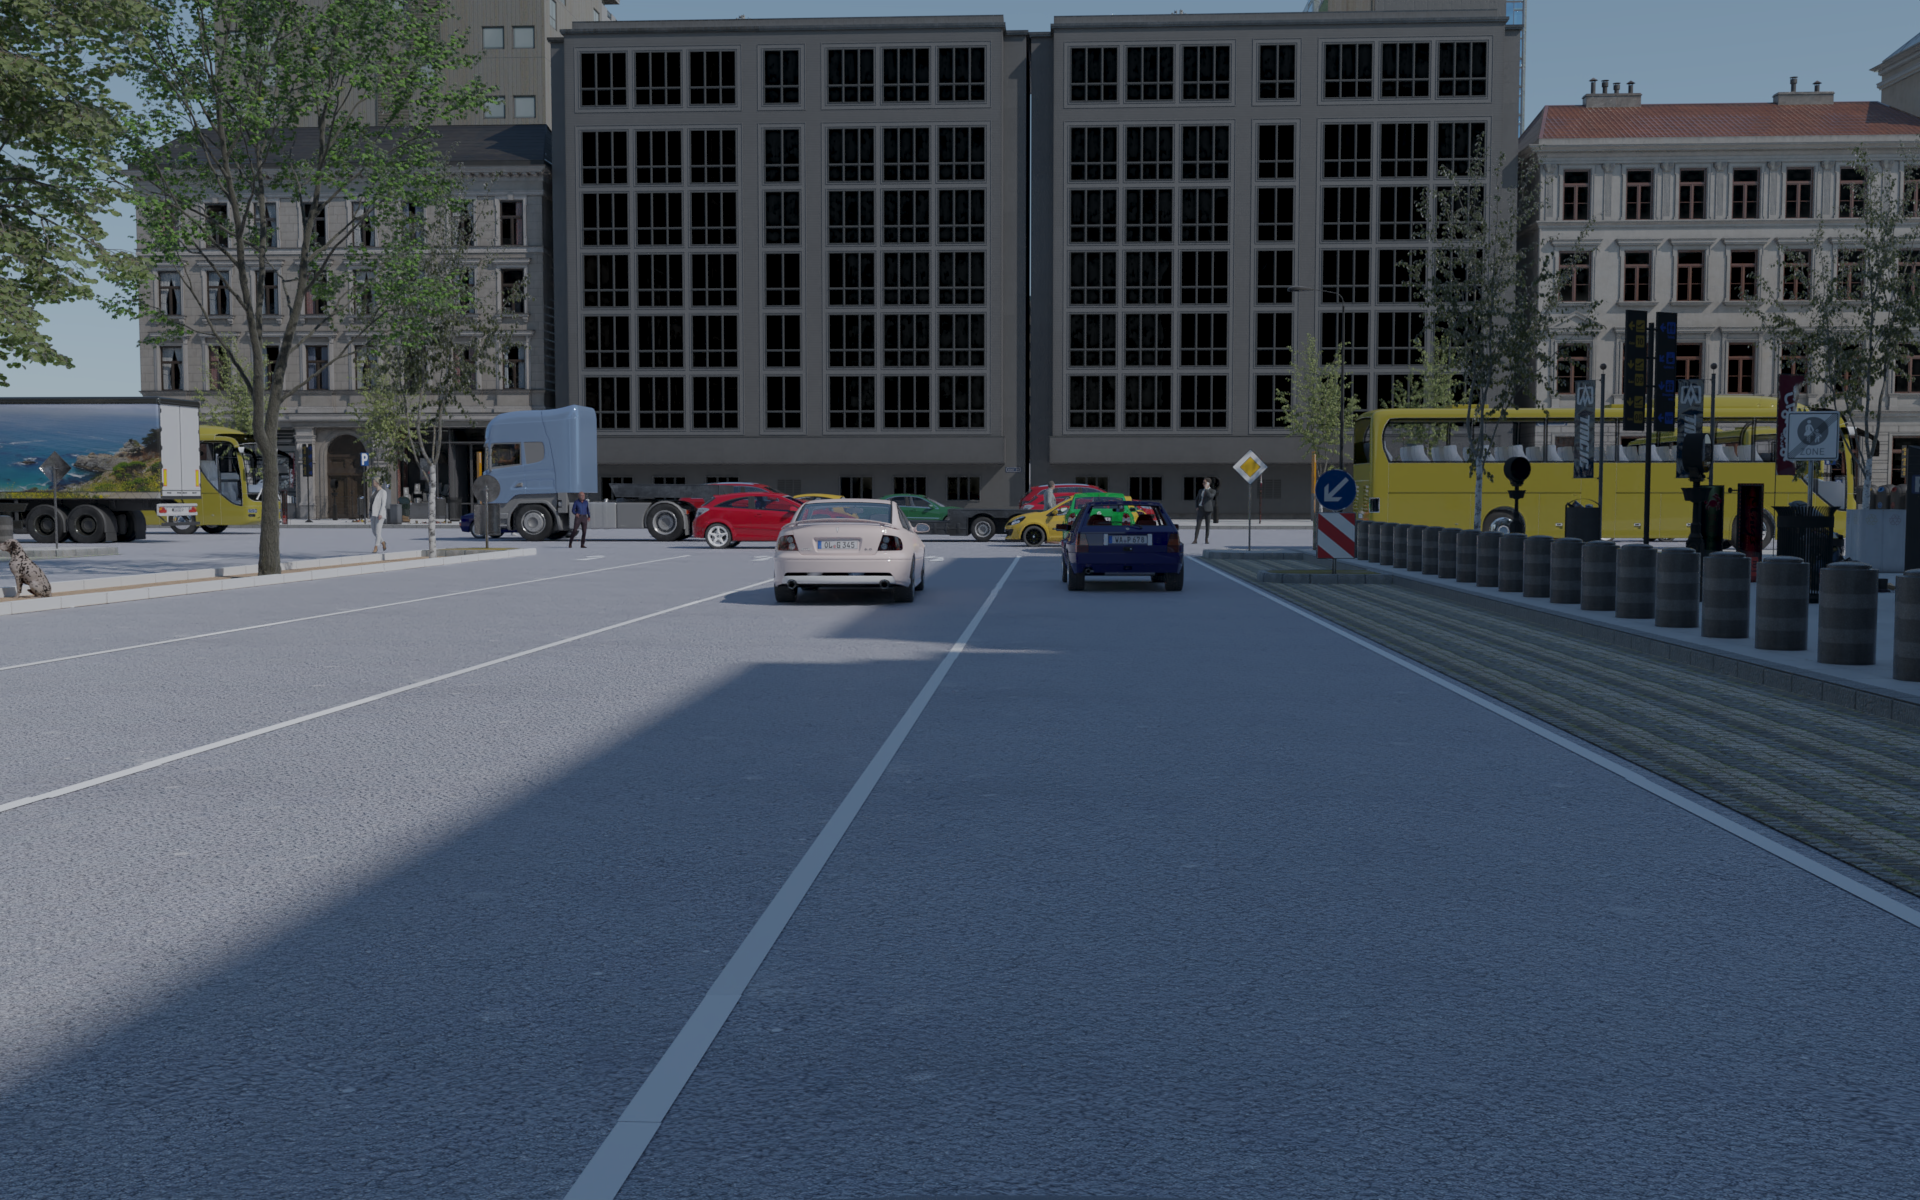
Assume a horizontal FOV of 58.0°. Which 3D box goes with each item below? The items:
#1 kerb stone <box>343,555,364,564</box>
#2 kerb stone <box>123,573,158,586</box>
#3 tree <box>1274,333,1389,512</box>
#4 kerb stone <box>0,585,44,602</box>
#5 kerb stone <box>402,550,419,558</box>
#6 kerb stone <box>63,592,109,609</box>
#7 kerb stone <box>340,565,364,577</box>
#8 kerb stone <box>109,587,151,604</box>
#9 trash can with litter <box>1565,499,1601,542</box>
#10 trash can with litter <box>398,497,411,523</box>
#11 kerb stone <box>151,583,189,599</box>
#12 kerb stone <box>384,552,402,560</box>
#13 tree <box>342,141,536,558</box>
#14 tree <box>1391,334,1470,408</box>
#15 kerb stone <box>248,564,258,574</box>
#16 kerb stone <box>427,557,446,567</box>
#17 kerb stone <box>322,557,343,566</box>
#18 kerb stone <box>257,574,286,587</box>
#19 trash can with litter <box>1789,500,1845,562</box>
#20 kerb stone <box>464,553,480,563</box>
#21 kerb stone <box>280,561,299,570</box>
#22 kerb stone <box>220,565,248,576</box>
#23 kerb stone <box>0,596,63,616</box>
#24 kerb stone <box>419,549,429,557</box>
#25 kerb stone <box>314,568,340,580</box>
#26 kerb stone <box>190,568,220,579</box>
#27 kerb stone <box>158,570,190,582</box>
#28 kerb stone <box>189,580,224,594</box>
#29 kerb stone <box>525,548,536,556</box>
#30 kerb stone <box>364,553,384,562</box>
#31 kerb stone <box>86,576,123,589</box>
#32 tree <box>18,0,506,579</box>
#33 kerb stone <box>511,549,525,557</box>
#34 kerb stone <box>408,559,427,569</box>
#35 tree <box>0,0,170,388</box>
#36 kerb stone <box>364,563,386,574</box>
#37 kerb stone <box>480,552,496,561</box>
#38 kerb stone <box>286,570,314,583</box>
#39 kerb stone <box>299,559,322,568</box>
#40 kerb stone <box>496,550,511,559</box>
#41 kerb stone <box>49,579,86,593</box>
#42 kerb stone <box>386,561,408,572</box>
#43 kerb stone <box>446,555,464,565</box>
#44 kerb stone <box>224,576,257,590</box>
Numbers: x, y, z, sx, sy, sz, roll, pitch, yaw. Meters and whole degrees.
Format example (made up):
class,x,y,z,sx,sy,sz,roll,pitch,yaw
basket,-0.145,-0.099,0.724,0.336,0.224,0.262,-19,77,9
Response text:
class,x,y,z,sx,sy,sz,roll,pitch,yaw
kerb stone,-12.541,-0.817,35.547,0.120,0.150,1.000,0,4,3
kerb stone,-13.024,-0.314,27.335,0.120,0.150,1.000,0,4,3
tree,16.347,-7.834,78.456,4.737,8.622,4.395,0,3,0
kerb stone,-13.200,-0.118,24.261,0.120,0.150,1.000,0,4,3
kerb stone,-12.366,-1.005,38.632,0.120,0.150,1.000,0,4,3
kerb stone,-11.233,0.008,22.102,0.120,0.150,1.000,0,4,3
kerb stone,-10.746,-0.497,30.330,0.120,0.150,1.000,0,4,3
kerb stone,-11.165,-0.052,23.132,0.120,0.150,1.000,0,4,3
trash can with litter,9.357,-0.984,27.144,2.233,1.210,1.678,2,4,27
trash can with litter,-24.900,-4.068,77.893,0.624,1.170,1.055,-2,4,-27
kerb stone,-11.108,-0.121,24.168,0.120,0.150,1.000,0,4,3
kerb stone,-12.417,-0.942,37.603,0.120,0.150,1.000,0,4,3
tree,-11.026,-5.099,36.185,4.360,8.622,3.978,0,3,0
tree,21.230,-7.832,78.420,4.737,8.622,4.395,0,3,0
kerb stone,-12.779,-0.565,31.441,0.120,0.150,1.000,0,4,3
kerb stone,-10.513,-0.749,34.437,0.120,0.150,1.000,0,4,3
kerb stone,-12.606,-0.754,34.521,0.120,0.150,1.000,0,4,3
kerb stone,-10.924,-0.308,27.247,0.120,0.150,1.000,0,4,3
trash can with litter,14.717,-1.119,29.677,0.624,1.170,1.055,-2,4,-26
kerb stone,-10.386,-0.870,36.499,0.120,0.150,1.000,0,4,3
kerb stone,-12.721,-0.628,32.466,0.120,0.150,1.000,0,4,3
kerb stone,-12.842,-0.498,30.416,0.120,0.150,1.000,0,4,3
kerb stone,-11.290,0.069,21.077,0.120,0.150,1.000,0,4,3
kerb stone,-12.304,-1.068,39.659,0.120,0.150,1.000,0,4,3
kerb stone,-10.799,-0.435,29.303,0.120,0.150,1.000,0,4,3
kerb stone,-12.900,-0.437,29.391,0.120,0.150,1.000,0,4,3
kerb stone,-12.967,-0.377,28.360,0.120,0.150,1.000,0,4,3
kerb stone,-11.046,-0.184,25.197,0.120,0.150,1.000,0,4,3
kerb stone,-10.141,-1.126,40.598,0.120,0.150,1.000,0,4,3
kerb stone,-12.481,-0.877,36.579,0.120,0.150,1.000,0,4,3
kerb stone,-13.077,-0.251,26.310,0.120,0.150,1.000,0,4,3
tree,-11.467,-6.136,28.531,9.928,11.665,9.643,0,3,0
kerb stone,-10.202,-1.063,39.574,0.120,0.150,1.000,0,4,3
kerb stone,-10.571,-0.685,33.411,0.120,0.150,1.000,0,4,3
tree,-12.356,-5.989,18.501,7.486,12.596,7.792,0,3,0
kerb stone,-10.689,-0.560,31.355,0.120,0.150,1.000,0,4,3
kerb stone,-10.323,-0.936,37.524,0.120,0.150,1.000,0,4,3
kerb stone,-10.866,-0.365,28.272,0.120,0.150,1.000,0,4,3
kerb stone,-12.664,-0.687,33.491,0.120,0.150,1.000,0,4,3
kerb stone,-10.266,-1.000,38.549,0.120,0.150,1.000,0,4,3
kerb stone,-13.139,-0.189,25.285,0.120,0.150,1.000,0,4,3
kerb stone,-10.624,-0.623,32.386,0.120,0.150,1.000,0,4,3
kerb stone,-10.445,-0.807,35.462,0.120,0.150,1.000,0,4,3
kerb stone,-10.980,-0.246,26.222,0.120,0.150,1.000,0,4,3
